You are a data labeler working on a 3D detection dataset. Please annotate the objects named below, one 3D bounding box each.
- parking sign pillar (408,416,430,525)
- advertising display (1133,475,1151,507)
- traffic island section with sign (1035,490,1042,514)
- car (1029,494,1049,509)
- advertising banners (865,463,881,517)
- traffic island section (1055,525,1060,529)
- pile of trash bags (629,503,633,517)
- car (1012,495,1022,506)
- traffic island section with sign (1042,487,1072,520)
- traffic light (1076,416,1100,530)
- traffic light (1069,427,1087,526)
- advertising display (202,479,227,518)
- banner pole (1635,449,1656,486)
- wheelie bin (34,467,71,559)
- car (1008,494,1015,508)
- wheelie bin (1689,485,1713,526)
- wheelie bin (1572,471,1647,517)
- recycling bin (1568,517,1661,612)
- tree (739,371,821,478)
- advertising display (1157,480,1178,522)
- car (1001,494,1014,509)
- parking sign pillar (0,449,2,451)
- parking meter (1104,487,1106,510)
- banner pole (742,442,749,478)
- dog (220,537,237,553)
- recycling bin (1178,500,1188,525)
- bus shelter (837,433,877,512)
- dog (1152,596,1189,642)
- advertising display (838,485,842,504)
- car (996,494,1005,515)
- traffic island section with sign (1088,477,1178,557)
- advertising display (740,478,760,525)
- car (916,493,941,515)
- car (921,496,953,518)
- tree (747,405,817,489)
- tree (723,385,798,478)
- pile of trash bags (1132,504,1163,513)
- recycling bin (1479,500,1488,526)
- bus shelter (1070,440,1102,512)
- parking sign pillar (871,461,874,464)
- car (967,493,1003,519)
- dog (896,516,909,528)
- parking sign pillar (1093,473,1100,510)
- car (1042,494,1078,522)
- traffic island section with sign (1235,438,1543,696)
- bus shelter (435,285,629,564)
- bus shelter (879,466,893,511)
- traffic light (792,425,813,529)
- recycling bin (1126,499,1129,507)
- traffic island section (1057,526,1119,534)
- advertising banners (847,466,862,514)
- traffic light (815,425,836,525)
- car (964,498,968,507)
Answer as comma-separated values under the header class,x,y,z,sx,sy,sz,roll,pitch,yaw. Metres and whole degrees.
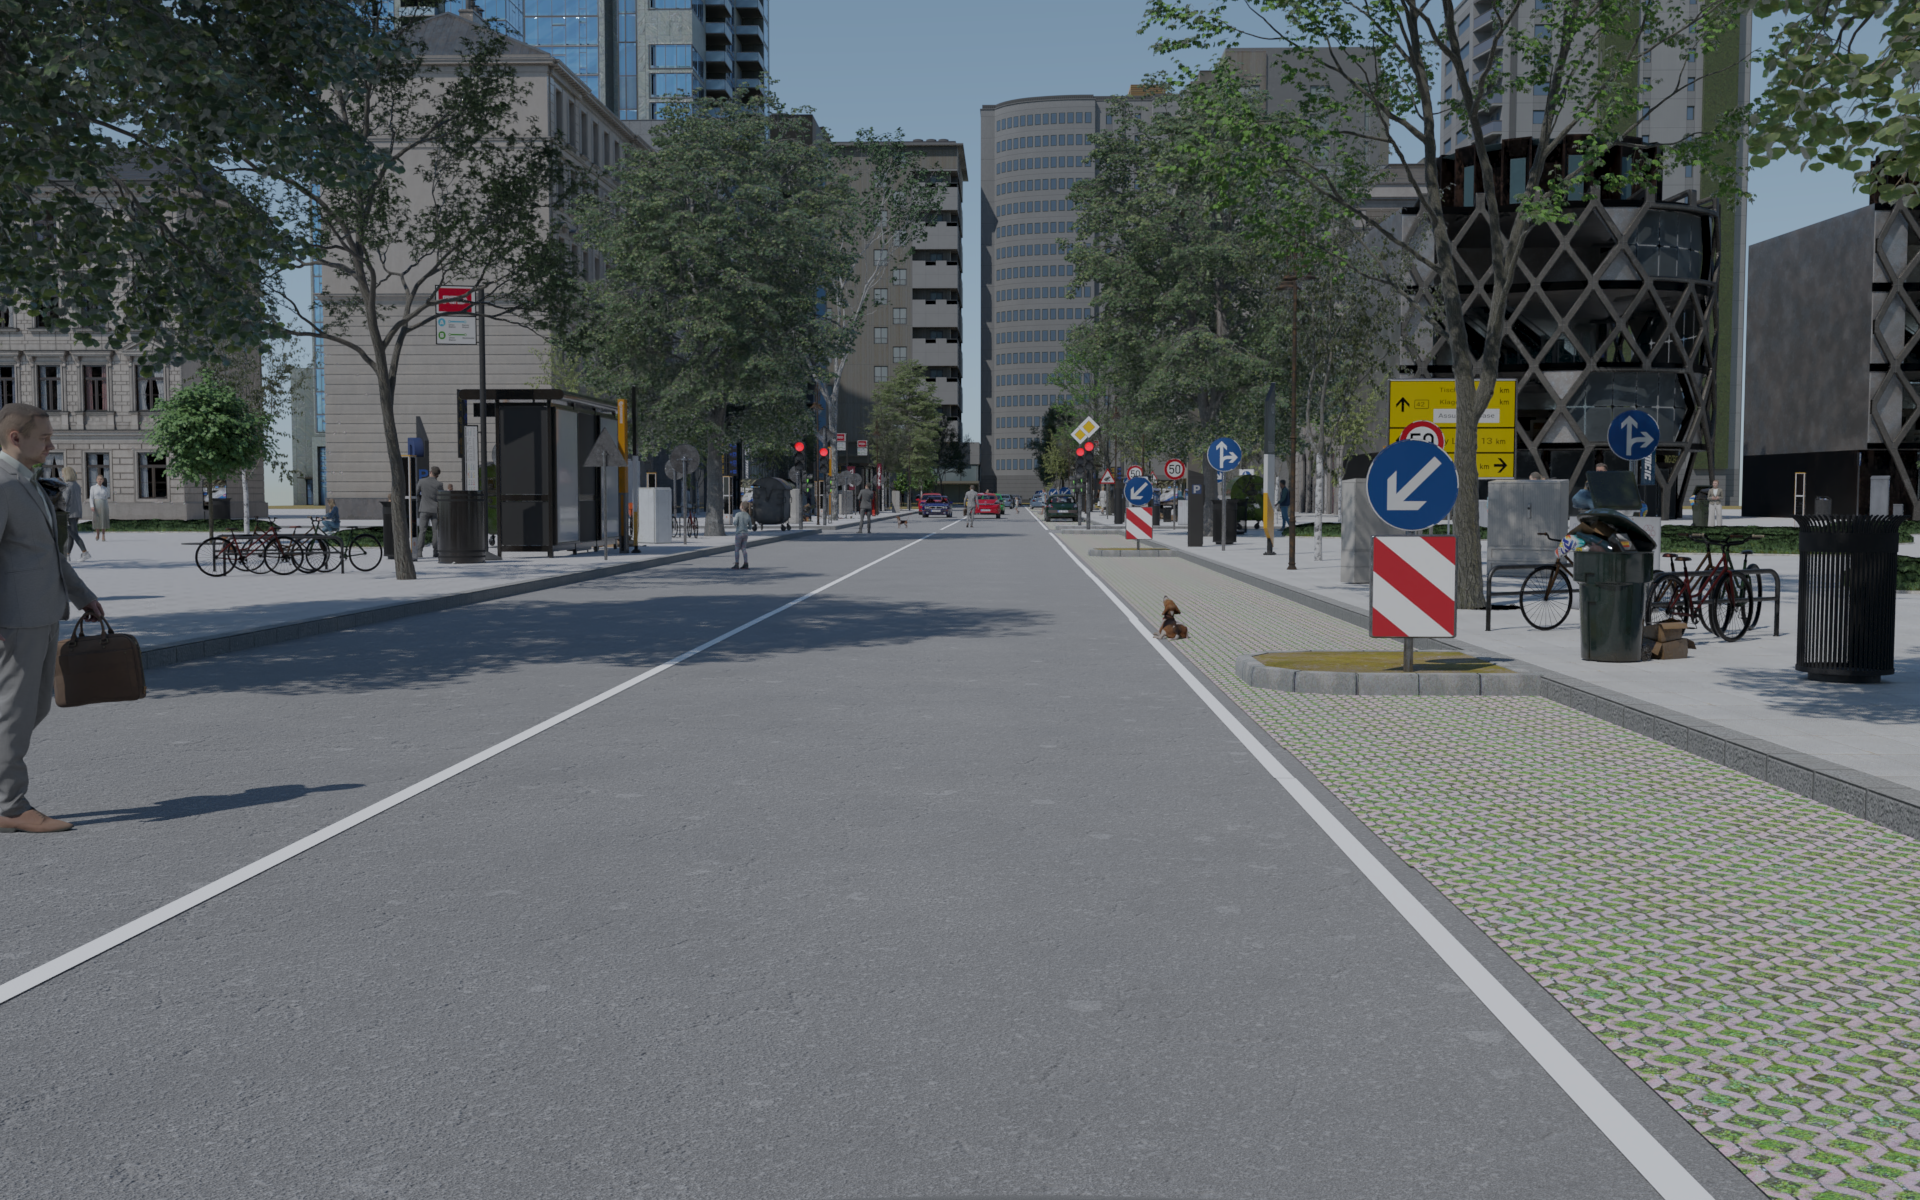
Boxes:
class,x,y,z,sx,sy,sz,roll,pitch,yaw
parking sign pillar,-18.518,-4.333,59.310,1.447,3.967,1.447,-2,4,-29
advertising display,6.288,-3.342,59.856,0.123,1.923,0.974,-2,4,-27
traffic island section with sign,6.502,-6.994,122.987,1.989,1.847,2.006,0,4,2
car,7.455,-9.164,161.827,2.014,1.417,4.499,0,4,0
advertising banners,-4.949,-6.296,99.121,0.090,3.025,2.074,-2,4,-28
traffic island section,4.895,-2.946,70.442,2.009,0.180,2.903,0,4,2
pile of trash bags,-12.623,-3.088,60.235,3.447,1.369,1.912,-2,4,-33
car,6.727,-12.419,215.406,2.083,1.381,4.827,0,4,3
traffic island section with sign,5.685,-5.343,95.993,1.989,1.847,2.006,0,4,2
traffic light,4.611,-4.491,62.348,0.839,4.253,0.868,0,4,2
traffic light,4.855,-4.979,70.329,0.839,4.253,0.868,0,4,2
advertising display,-32.036,-4.237,74.481,0.974,1.923,0.123,-1,4,-17
banner pole,23.071,-4.188,58.487,0.863,3.779,0.401,3,5,42
wheelie bin,-10.966,-0.776,20.591,0.693,1.594,0.980,-3,4,-38
car,4.654,-10.146,175.666,2.009,1.686,4.222,0,4,2
wheelie bin,26.643,-3.307,61.975,0.980,1.594,0.693,0,4,-6
wheelie bin,8.810,-0.960,23.601,0.980,1.594,0.693,0,4,0
recycling bin,7.217,-0.401,19.119,0.722,1.027,0.722,-1,4,-10
tree,-12.518,-11.005,114.339,7.601,10.594,8.767,1,4,11
advertising display,9.433,-4.500,78.792,0.974,1.923,0.123,0,4,5
car,4.145,-9.367,165.154,2.014,1.417,4.499,0,4,3
parking sign pillar,-39.889,-5.111,72.030,1.447,3.967,1.447,1,4,8
parking meter,11.563,-8.042,137.190,0.399,1.863,0.255,2,4,23
banner pole,-9.413,-5.259,76.003,0.401,3.779,0.863,-2,4,-32
dog,-16.002,-1.227,37.792,0.550,0.427,0.748,-1,4,-18
recycling bin,9.447,-3.585,71.171,0.722,1.027,0.722,3,5,45
bus shelter,-7.087,-8.498,116.582,2.179,5.291,8.768,0,4,2
dog,2.040,0.182,17.224,0.550,0.427,0.748,2,4,33
advertising display,-8.177,-7.104,121.361,0.974,1.923,0.123,-1,4,-14
car,2.214,-6.872,121.150,1.959,1.807,4.718,0,3,0
traffic island section with sign,3.979,-1.926,40.116,1.989,1.847,2.006,0,4,2
advertising display,-8.613,-4.043,71.314,0.974,1.923,0.123,2,4,25
car,-1.954,-6.771,119.745,2.155,1.783,4.494,0,4,0
car,-1.382,-5.706,105.877,1.945,1.354,3.894,0,4,2
tree,-14.191,-11.276,134.721,4.360,8.622,3.978,0,3,0
tree,-11.705,-9.503,105.736,4.737,8.622,4.395,0,3,0
pile of trash bags,9.845,-4.983,91.227,1.912,1.369,3.447,0,4,-3
recycling bin,22.267,-3.724,73.443,0.722,1.027,0.722,2,4,27
bus shelter,9.169,-9.077,126.036,2.179,5.291,8.768,0,4,2
parking sign pillar,-7.111,-9.217,139.176,1.447,3.967,1.447,-1,4,-8
car,1.471,-5.667,101.698,2.155,1.783,4.494,0,4,0
dog,-2.406,-3.265,72.668,0.406,0.507,0.540,1,4,20
parking sign pillar,10.425,-9.153,138.123,1.447,3.967,1.447,-1,4,-8
car,5.243,-4.874,89.479,2.009,1.686,4.222,0,4,1
traffic island section with sign,3.154,-0.278,13.173,1.989,1.847,2.006,0,4,2
bus shelter,-8.901,-3.568,35.971,2.179,5.291,8.768,0,4,2
bus shelter,-6.457,-9.407,131.432,2.179,5.291,8.768,0,4,2
traffic light,-5.746,-4.509,62.648,0.839,4.253,0.868,0,4,2
recycling bin,11.211,-6.513,119.035,0.722,1.027,0.722,3,5,42
traffic island section,4.651,-2.457,62.461,2.009,0.180,2.903,0,4,2
advertising banners,-6.088,-6.896,108.944,2.074,3.025,0.090,-1,4,-13
traffic light,-5.502,-4.997,70.629,0.839,4.253,0.868,0,4,2
car,1.461,-10.436,180.856,2.015,1.641,3.980,0,4,1
